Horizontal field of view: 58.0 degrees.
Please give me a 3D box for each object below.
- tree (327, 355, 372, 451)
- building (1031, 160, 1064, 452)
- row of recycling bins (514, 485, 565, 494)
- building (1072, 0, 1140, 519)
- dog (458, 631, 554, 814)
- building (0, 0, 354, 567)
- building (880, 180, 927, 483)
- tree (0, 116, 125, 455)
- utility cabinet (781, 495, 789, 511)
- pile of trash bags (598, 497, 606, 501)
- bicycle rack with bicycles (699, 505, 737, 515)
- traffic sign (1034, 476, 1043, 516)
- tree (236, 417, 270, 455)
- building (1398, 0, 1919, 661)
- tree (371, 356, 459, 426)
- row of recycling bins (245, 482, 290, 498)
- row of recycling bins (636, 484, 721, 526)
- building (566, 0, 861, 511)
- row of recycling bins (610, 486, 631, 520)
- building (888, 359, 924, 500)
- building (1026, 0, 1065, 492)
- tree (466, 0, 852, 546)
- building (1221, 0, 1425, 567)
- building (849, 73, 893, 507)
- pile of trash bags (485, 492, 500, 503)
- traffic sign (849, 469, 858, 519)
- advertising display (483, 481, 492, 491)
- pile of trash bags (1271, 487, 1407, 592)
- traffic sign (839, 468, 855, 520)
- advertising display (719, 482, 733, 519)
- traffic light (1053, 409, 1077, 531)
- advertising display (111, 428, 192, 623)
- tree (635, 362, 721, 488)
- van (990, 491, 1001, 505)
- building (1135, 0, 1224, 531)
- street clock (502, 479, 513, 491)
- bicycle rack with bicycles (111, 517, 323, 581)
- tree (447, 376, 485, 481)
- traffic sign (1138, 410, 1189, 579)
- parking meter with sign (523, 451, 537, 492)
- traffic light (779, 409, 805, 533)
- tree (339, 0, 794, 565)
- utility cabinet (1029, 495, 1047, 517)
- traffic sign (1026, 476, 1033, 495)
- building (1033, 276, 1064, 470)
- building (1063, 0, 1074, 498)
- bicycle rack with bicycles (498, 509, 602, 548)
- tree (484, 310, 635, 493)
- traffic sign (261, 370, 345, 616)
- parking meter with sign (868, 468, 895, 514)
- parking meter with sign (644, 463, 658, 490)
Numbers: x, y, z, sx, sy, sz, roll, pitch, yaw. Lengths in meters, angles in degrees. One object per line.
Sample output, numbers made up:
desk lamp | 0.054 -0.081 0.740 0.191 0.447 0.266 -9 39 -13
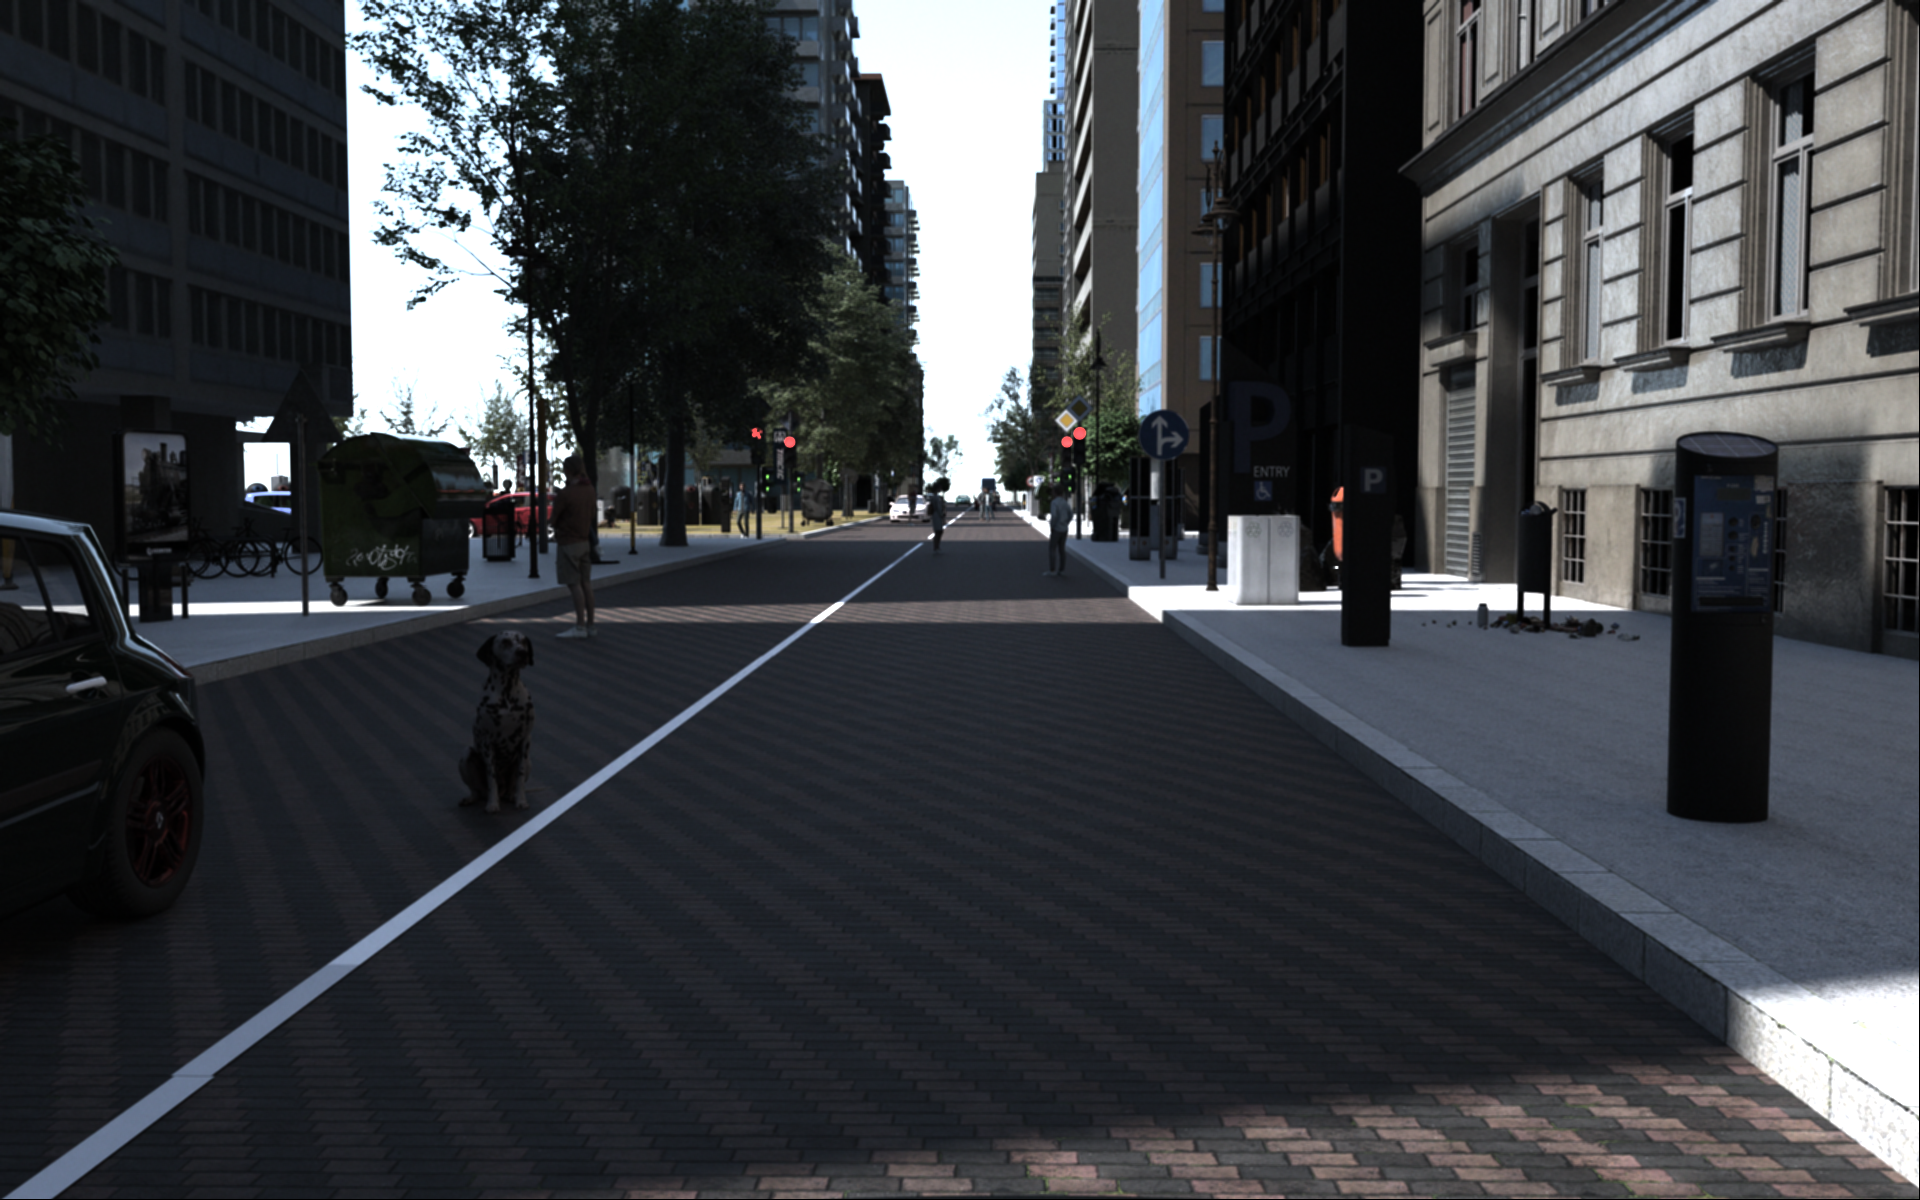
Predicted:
tree | -31.195 -8.319 86.382 4.737 8.622 4.395 0 3 0
building | 21.129 -38.122 246.992 21.300 48.544 21.600 0 4 1
row of recycling bins | -19.905 -4.653 83.186 3.534 1.692 1.069 2 4 24
building | 17.585 -29.021 98.193 21.300 48.544 21.600 0 4 1
dog | -2.068 0.535 8.083 0.513 0.831 0.800 1 4 14
building | -25.225 -20.771 31.492 23.993 40.220 32.217 0 4 1
building | -17.292 -39.365 263.229 23.786 49.044 30.456 0 4 1
tree | -7.921 -1.784 12.882 4.285 4.588 4.351 0 3 0
utility cabinet | -12.881 -7.143 127.947 0.306 1.237 1.020 1 4 20
pile of trash bags | -19.991 -5.667 102.410 3.447 1.369 1.912 1 4 19
bicycle rack with bicycles | -14.578 -5.533 103.843 2.925 0.926 2.852 0 4 -2
traffic sign | 4.436 -5.818 97.258 0.606 2.300 0.079 1 4 10
tree | -29.228 -7.191 67.929 4.360 8.622 3.978 0 3 0
building | 14.597 -11.045 13.877 16.112 22.955 30.059 0 4 1
tree | -29.470 -8.746 93.357 4.360 8.622 3.978 0 3 0
row of recycling bins | -24.333 -3.302 61.097 3.534 1.692 1.069 -2 4 -25
row of recycling bins | -11.569 -3.926 71.310 3.534 1.692 1.069 -2 4 -25
building | -20.087 -32.293 147.604 23.786 49.044 30.456 0 4 1
row of recycling bins | -17.232 -4.948 88.018 1.069 1.692 3.534 0 4 -5
building | -19.184 -23.819 234.475 27.650 21.520 28.899 0 4 1
building | 21.810 -58.725 272.820 22.319 86.520 31.000 0 4 1
tree | -7.100 -8.316 42.614 9.857 13.997 8.962 0 3 0
building | 12.914 -12.703 37.369 12.332 23.373 15.834 0 4 1
building | -18.388 -32.004 177.894 22.147 44.769 28.867 0 4 1
pile of trash bags | -24.341 -5.084 92.881 1.912 1.369 3.447 -3 4 -37
traffic sign | -5.599 -5.420 88.726 0.768 2.556 0.104 0 4 8
advertising display | -23.712 -4.953 86.189 0.123 1.923 0.974 3 5 40
pile of trash bags | 4.960 -0.809 22.975 1.912 1.369 3.447 0 4 4
traffic sign | -5.541 -5.182 84.834 0.768 2.556 0.104 0 4 8
advertising display | -12.214 -5.210 90.400 0.974 1.923 0.123 3 5 40
traffic light | 3.473 -4.151 56.784 0.839 4.253 0.868 0 4 1
advertising display | -8.094 -0.744 17.385 0.123 1.923 0.974 1 4 14
tree | -16.174 -8.699 92.593 4.737 8.622 4.395 0 3 0
van | 4.633 -13.914 234.509 2.013 2.044 4.112 0 4 -1
building | 14.366 -25.414 65.622 14.200 45.320 14.600 0 4 1
street clock | -22.102 -4.896 84.619 0.471 2.002 0.358 2 4 25
bicycle rack with bicycles | -11.491 -0.835 27.028 2.925 0.926 2.852 -1 4 -19
tree | -28.347 -9.400 104.056 4.737 8.622 4.395 0 3 0
traffic sign | 3.080 -1.599 26.251 0.768 2.556 0.104 0 4 3
parking meter with sign | -17.217 -4.465 69.262 0.543 3.016 1.738 -1 4 -12
traffic light | -5.538 -4.159 56.921 0.839 4.253 0.868 0 4 1
tree | -6.882 -6.461 31.386 9.928 11.665 9.643 0 3 0
utility cabinet | 4.469 -5.357 98.750 1.020 1.237 0.306 -1 4 -21
traffic sign | 4.996 -7.370 120.597 0.768 2.556 0.104 1 4 11
building | 16.678 -28.018 229.797 14.160 30.474 14.107 0 4 1
building | 20.061 -46.174 193.197 20.563 71.187 20.611 0 4 1
bicycle rack with bicycles | -9.869 -1.751 42.016 2.852 0.926 2.925 0 4 4
tree | -14.068 -6.743 60.610 4.737 8.622 4.395 0 3 0
traffic sign | -6.890 -1.111 18.164 0.884 2.594 0.081 0 4 2
parking meter with sign | -5.191 -7.225 114.390 1.738 3.016 0.543 -1 4 -20
parking meter with sign | -16.933 -6.193 97.523 1.738 3.016 0.543 2 4 28
